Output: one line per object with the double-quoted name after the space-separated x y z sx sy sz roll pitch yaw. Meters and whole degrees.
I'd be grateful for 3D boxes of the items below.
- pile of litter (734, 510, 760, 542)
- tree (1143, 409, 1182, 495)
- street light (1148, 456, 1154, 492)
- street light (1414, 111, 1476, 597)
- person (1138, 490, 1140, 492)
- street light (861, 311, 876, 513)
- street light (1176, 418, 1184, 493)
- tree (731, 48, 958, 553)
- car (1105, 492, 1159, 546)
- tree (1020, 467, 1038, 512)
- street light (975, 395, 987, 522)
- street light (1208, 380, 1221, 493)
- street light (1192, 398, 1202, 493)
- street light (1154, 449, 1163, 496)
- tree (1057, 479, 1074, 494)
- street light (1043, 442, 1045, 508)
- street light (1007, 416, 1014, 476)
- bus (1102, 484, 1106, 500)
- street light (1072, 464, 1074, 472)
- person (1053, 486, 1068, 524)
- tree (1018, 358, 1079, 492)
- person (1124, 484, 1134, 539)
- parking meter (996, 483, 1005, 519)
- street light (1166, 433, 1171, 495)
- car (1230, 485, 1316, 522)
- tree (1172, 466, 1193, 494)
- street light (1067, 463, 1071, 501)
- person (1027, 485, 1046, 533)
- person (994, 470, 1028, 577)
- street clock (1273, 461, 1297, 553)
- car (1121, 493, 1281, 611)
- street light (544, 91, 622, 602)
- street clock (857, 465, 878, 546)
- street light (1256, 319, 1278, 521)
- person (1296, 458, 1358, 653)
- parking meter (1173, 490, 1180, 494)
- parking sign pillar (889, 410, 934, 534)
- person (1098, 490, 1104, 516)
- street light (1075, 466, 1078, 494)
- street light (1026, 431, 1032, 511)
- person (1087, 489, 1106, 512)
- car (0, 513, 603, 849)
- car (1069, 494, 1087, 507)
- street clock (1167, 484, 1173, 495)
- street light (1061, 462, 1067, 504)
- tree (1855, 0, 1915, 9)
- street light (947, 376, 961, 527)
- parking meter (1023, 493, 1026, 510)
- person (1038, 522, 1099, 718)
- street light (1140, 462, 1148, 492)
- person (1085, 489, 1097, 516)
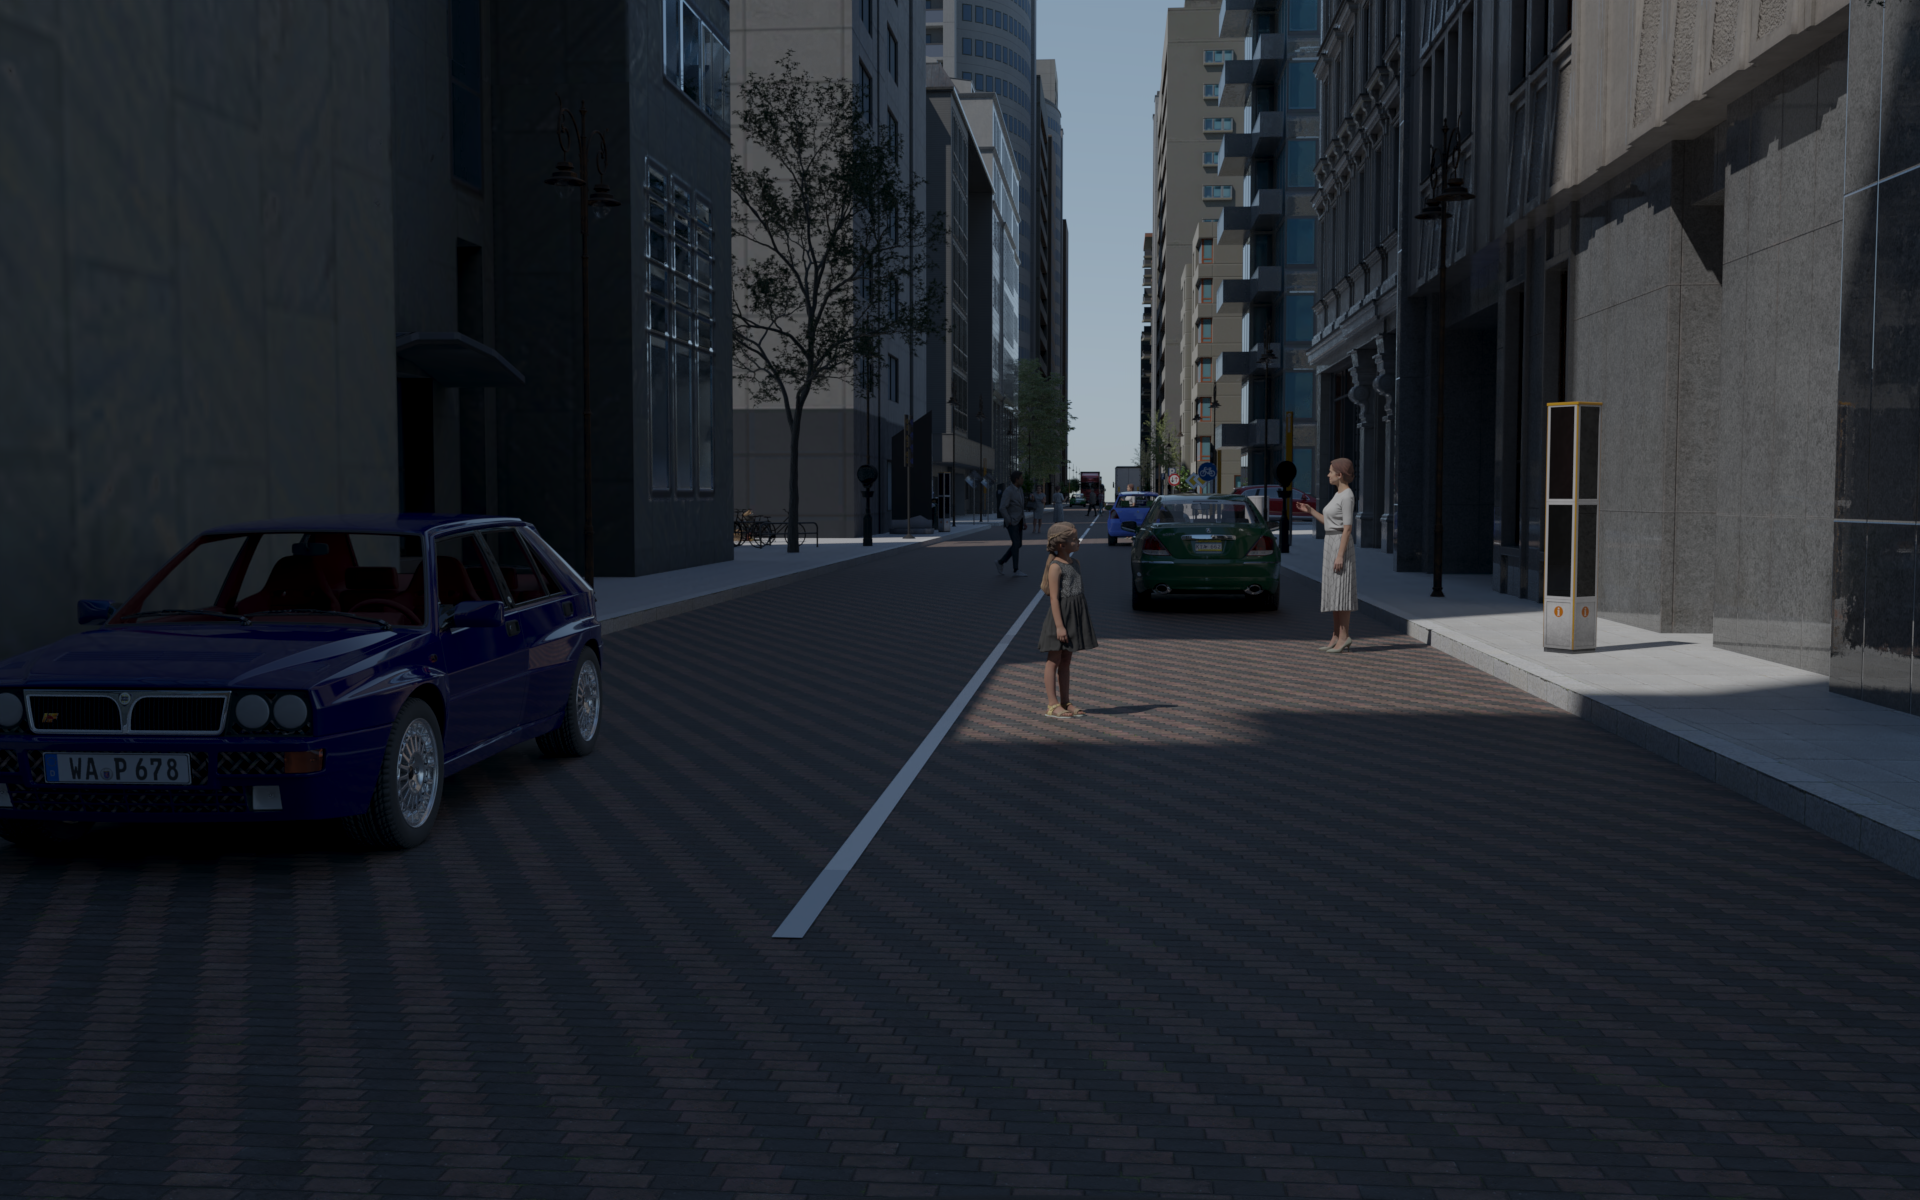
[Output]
-6.060 -2.039 47.300 1.176 0.858 1.719 0 4 -6 "pile of litter"
17.492 -12.061 147.554 4.737 8.622 4.395 0 3 0 "tree"
20.215 -12.733 180.976 0.468 5.910 1.993 0 4 5 "street light"
5.967 -2.977 21.468 0.468 5.910 1.993 0 4 5 "street light"
15.554 -8.662 150.463 0.374 1.781 0.599 1 4 14 "person"
-2.333 -4.354 43.969 0.468 5.910 1.993 0 4 5 "street light"
13.422 -8.126 105.647 0.468 5.910 1.993 0 4 5 "street light"
-3.784 -6.295 37.342 8.767 10.594 7.601 1 4 17 "tree"
5.078 -2.425 49.245 1.945 1.707 3.694 0 4 6 "car"
4.741 -7.899 123.745 1.663 3.219 1.824 0 3 0 "tree"
0.967 -6.534 79.619 0.468 5.910 1.993 0 4 5 "street light"
10.307 -5.957 70.179 0.468 5.910 1.993 0 4 5 "street light"
11.219 -6.689 82.152 0.468 5.910 1.993 0 4 5 "street light"
18.089 -11.288 157.353 0.468 5.910 1.993 0 4 5 "street light"
13.214 -14.049 224.293 1.663 3.219 1.824 0 3 0 "tree"
7.608 -11.199 155.888 0.468 5.910 1.993 0 4 5 "street light"
2.998 -7.972 103.128 0.468 5.910 1.993 0 4 5 "street light"
23.799 -18.652 299.813 2.948 3.499 13.247 0 4 5 "bus"
15.117 -16.288 239.100 0.468 5.910 1.993 0 4 5 "street light"
3.774 -3.445 65.401 0.480 1.755 0.524 2 4 30 "person"
5.982 -13.854 144.639 7.486 12.596 7.792 0 3 0 "tree"
5.311 -2.803 54.900 0.524 1.755 0.480 -2 4 -27 "person"
2.122 -5.200 90.738 0.399 1.863 0.255 2 4 28 "parking meter"
15.573 -9.563 129.146 0.468 5.910 1.993 0 4 5 "street light"
13.811 -3.981 73.770 5.304 1.827 2.281 0 4 6 "car"
13.959 -7.013 109.257 1.663 3.219 1.824 0 3 0 "tree"
13.996 -15.571 227.369 0.468 5.910 1.993 0 4 5 "street light"
2.796 -3.352 63.667 0.716 1.782 0.532 0 4 4 "person"
0.878 -1.337 30.210 0.795 1.843 0.661 2 4 34 "person"
7.041 -2.020 37.597 0.471 2.002 0.358 -1 4 -11 "street clock"
3.176 -0.673 22.799 2.131 1.459 4.920 0 4 6 "car"
-4.416 -2.916 20.463 0.468 5.910 1.993 0 4 5 "street light"
-2.271 -2.324 42.567 0.471 2.002 0.358 1 4 21 "street clock"
8.112 -4.470 45.875 0.468 5.910 1.993 0 4 5 "street light"
3.349 -0.406 15.716 0.524 1.755 0.480 0 4 -3 "person"
12.842 -5.768 102.716 0.372 1.533 0.369 0 3 0 "parking meter"
-1.550 -4.106 55.600 1.447 3.967 1.447 0 4 -2 "parking sign pillar"
9.349 -6.452 114.827 0.643 1.720 0.563 -2 4 -24 "person"
17.177 -17.734 262.733 0.468 5.910 1.993 0 4 5 "street light"
5.105 -9.448 127.260 0.468 5.910 1.993 0 4 5 "street light"
10.666 -7.719 134.925 1.509 1.804 0.699 0 4 -8 "person"
-2.965 0.264 8.257 1.945 1.354 3.894 0 4 4 "car"
12.893 -11.065 189.709 1.959 1.807 4.718 0 4 5 "car"
15.094 -7.305 124.006 0.471 2.002 0.358 3 4 38 "street clock"
11.998 -14.123 203.691 0.468 5.910 1.993 0 4 5 "street light"
5.202 -4.292 4.582 8.767 10.594 7.601 0 4 5 "tree"
-0.239 -5.822 67.982 0.468 5.910 1.993 0 4 5 "street light"
5.074 -7.873 137.126 0.372 1.533 0.369 0 3 0 "parking meter"
0.705 0.122 11.177 0.373 1.253 0.362 3 5 40 "person"
24.450 -15.662 228.861 0.468 5.910 1.993 0 4 5 "street light"
8.453 -6.276 111.512 0.834 1.777 0.661 2 4 34 "person"
